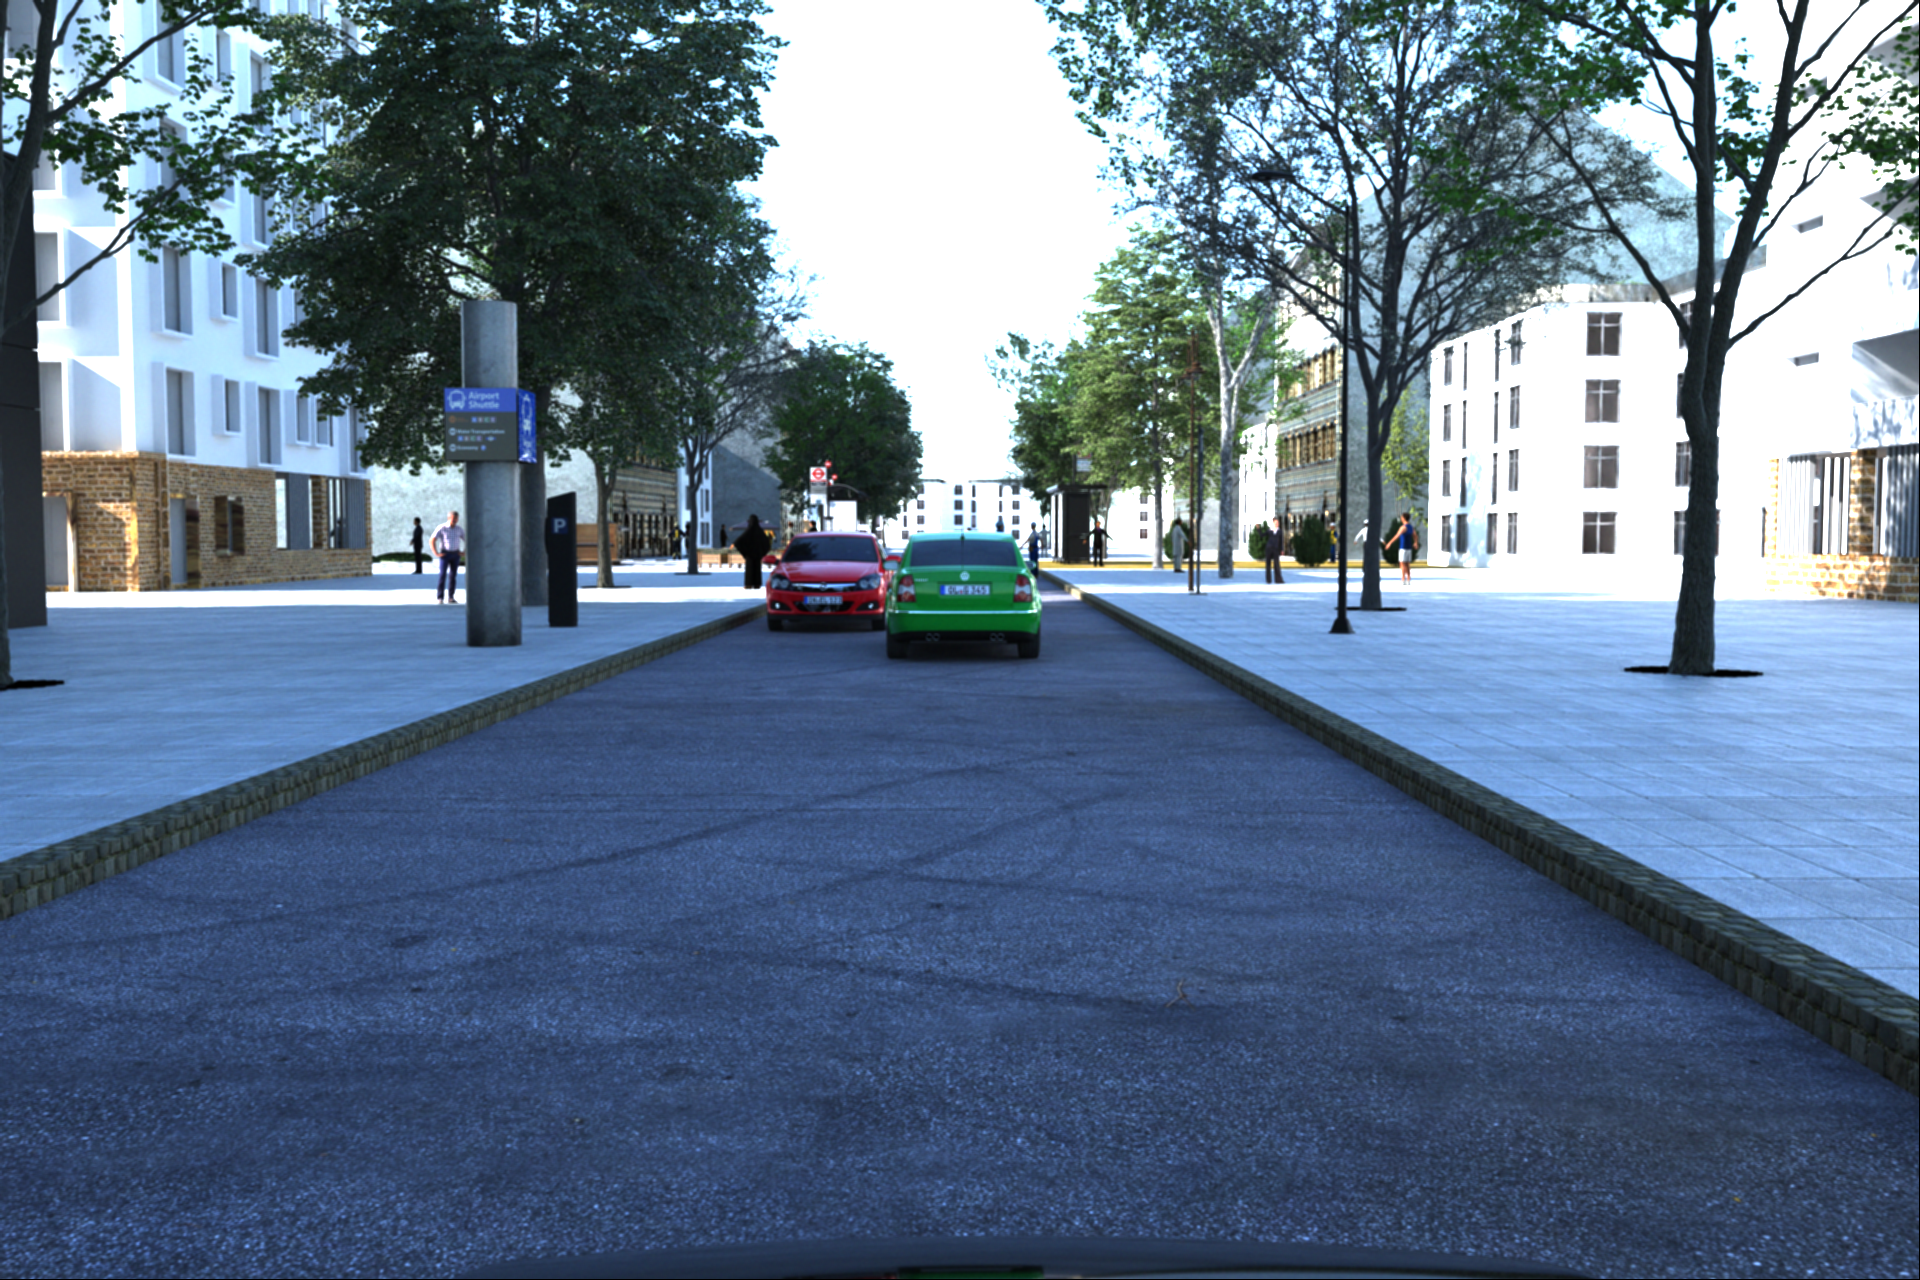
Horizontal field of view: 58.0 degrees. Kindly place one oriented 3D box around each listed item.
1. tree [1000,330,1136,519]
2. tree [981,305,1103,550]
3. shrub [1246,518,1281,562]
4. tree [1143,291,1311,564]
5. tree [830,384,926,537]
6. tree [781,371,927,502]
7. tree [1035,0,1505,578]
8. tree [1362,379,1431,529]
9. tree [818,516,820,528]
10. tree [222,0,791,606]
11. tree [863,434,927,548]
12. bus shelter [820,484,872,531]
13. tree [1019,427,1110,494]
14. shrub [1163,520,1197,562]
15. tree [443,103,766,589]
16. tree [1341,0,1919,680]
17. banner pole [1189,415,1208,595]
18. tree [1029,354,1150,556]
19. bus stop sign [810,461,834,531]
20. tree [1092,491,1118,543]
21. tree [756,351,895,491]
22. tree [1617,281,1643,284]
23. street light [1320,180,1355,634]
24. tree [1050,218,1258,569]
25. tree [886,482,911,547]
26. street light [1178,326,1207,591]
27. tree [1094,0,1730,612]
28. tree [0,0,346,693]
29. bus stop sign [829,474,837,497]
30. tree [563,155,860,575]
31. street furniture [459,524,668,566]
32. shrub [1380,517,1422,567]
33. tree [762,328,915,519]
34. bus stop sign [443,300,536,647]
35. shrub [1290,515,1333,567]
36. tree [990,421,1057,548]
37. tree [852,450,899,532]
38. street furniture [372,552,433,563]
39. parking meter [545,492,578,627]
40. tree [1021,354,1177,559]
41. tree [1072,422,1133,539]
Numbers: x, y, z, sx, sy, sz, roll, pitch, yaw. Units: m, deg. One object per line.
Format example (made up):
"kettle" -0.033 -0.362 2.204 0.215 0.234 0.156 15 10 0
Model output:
"tree" 7.222 -12.444 110.112 9.857 13.997 8.962 0 3 0
"tree" 8.912 -17.511 142.191 12.611 20.169 13.585 0 3 0
"shrub" 14.089 -4.667 80.342 1.661 2.075 1.752 0 3 0
"tree" 11.261 -9.034 73.465 9.928 11.665 9.643 0 3 0
"tree" -7.205 -14.466 143.173 9.857 13.997 8.962 0 3 0
"tree" -7.697 -13.072 124.097 12.009 13.543 11.850 0 3 0
"tree" 8.695 -11.794 48.728 12.611 20.169 13.585 0 3 0
"tree" 20.434 -7.904 79.599 4.737 8.622 4.395 0 3 0
"tree" -20.060 -18.660 255.449 4.360 8.622 3.978 0 3 0
"tree" -7.773 -7.585 30.678 9.857 13.997 8.962 0 3 0
"tree" -6.934 -14.295 159.478 9.928 11.665 9.643 0 3 0
"bus shelter" -4.885 -4.822 72.756 2.014 3.302 5.546 0 4 1
"tree" 8.077 -11.730 126.205 8.767 10.594 7.601 2 4 34
"shrub" 10.152 -4.685 80.645 1.661 2.075 1.752 0 3 0
"tree" -8.349 -7.036 40.796 9.928 11.665 9.643 0 3 0
"tree" 6.751 -5.481 15.375 9.928 11.665 9.643 0 3 0
"banner pole" 5.058 -2.839 36.435 0.401 3.779 0.863 0 4 0
"tree" 7.805 -10.679 100.355 9.928 11.665 9.643 0 3 0
"bus stop sign" -5.016 -4.553 63.152 0.855 3.939 0.416 0 4 0
"tree" 20.399 -21.483 261.612 12.009 13.543 11.850 0 3 0
"tree" -7.346 -10.344 94.885 9.928 11.665 9.643 0 3 0
"tree" 29.410 -9.801 78.377 7.486 12.596 7.792 0 3 0
"street light" 5.489 -3.040 22.245 1.470 5.913 1.316 0 4 1
"tree" 6.949 -8.877 63.261 7.486 12.596 7.792 0 3 0
"tree" -6.775 -13.302 167.843 4.737 8.622 4.395 0 3 0
"street light" 5.185 -4.032 38.703 0.468 5.910 1.993 0 4 1
"tree" 6.987 -7.230 28.588 12.009 13.543 11.850 0 3 0
"tree" -7.982 -5.404 14.117 9.928 11.665 9.643 0 3 0
"bus stop sign" -5.800 -5.413 77.213 0.855 3.939 0.416 0 4 2
"tree" -8.348 -8.812 54.439 12.009 13.543 11.850 0 3 0
"street furniture" -17.928 -4.063 73.291 11.010 1.723 9.812 -1 4 -8
"shrub" 17.419 -3.926 68.611 1.690 2.028 1.600 0 3 0
"tree" -7.476 -12.345 108.488 9.857 13.997 8.962 0 3 0
"bus stop sign" -5.367 -1.885 19.842 0.837 3.901 0.837 0 4 0
"shrub" 13.739 -3.892 67.675 1.661 2.075 1.752 0 3 0
"tree" 7.745 -15.387 161.945 12.009 13.543 11.850 0 3 0
"tree" -7.326 -11.233 134.017 4.360 8.622 3.978 0 3 0
"street furniture" -29.125 -3.800 77.754 10.072 0.657 5.734 0 4 -4
"parking meter" -5.515 -1.115 23.947 0.399 1.863 0.255 0 4 0
"tree" 7.264 -9.324 86.861 8.767 10.594 7.601 0 4 1
"tree" 7.713 -8.701 92.618 4.360 8.622 3.978 0 3 0
